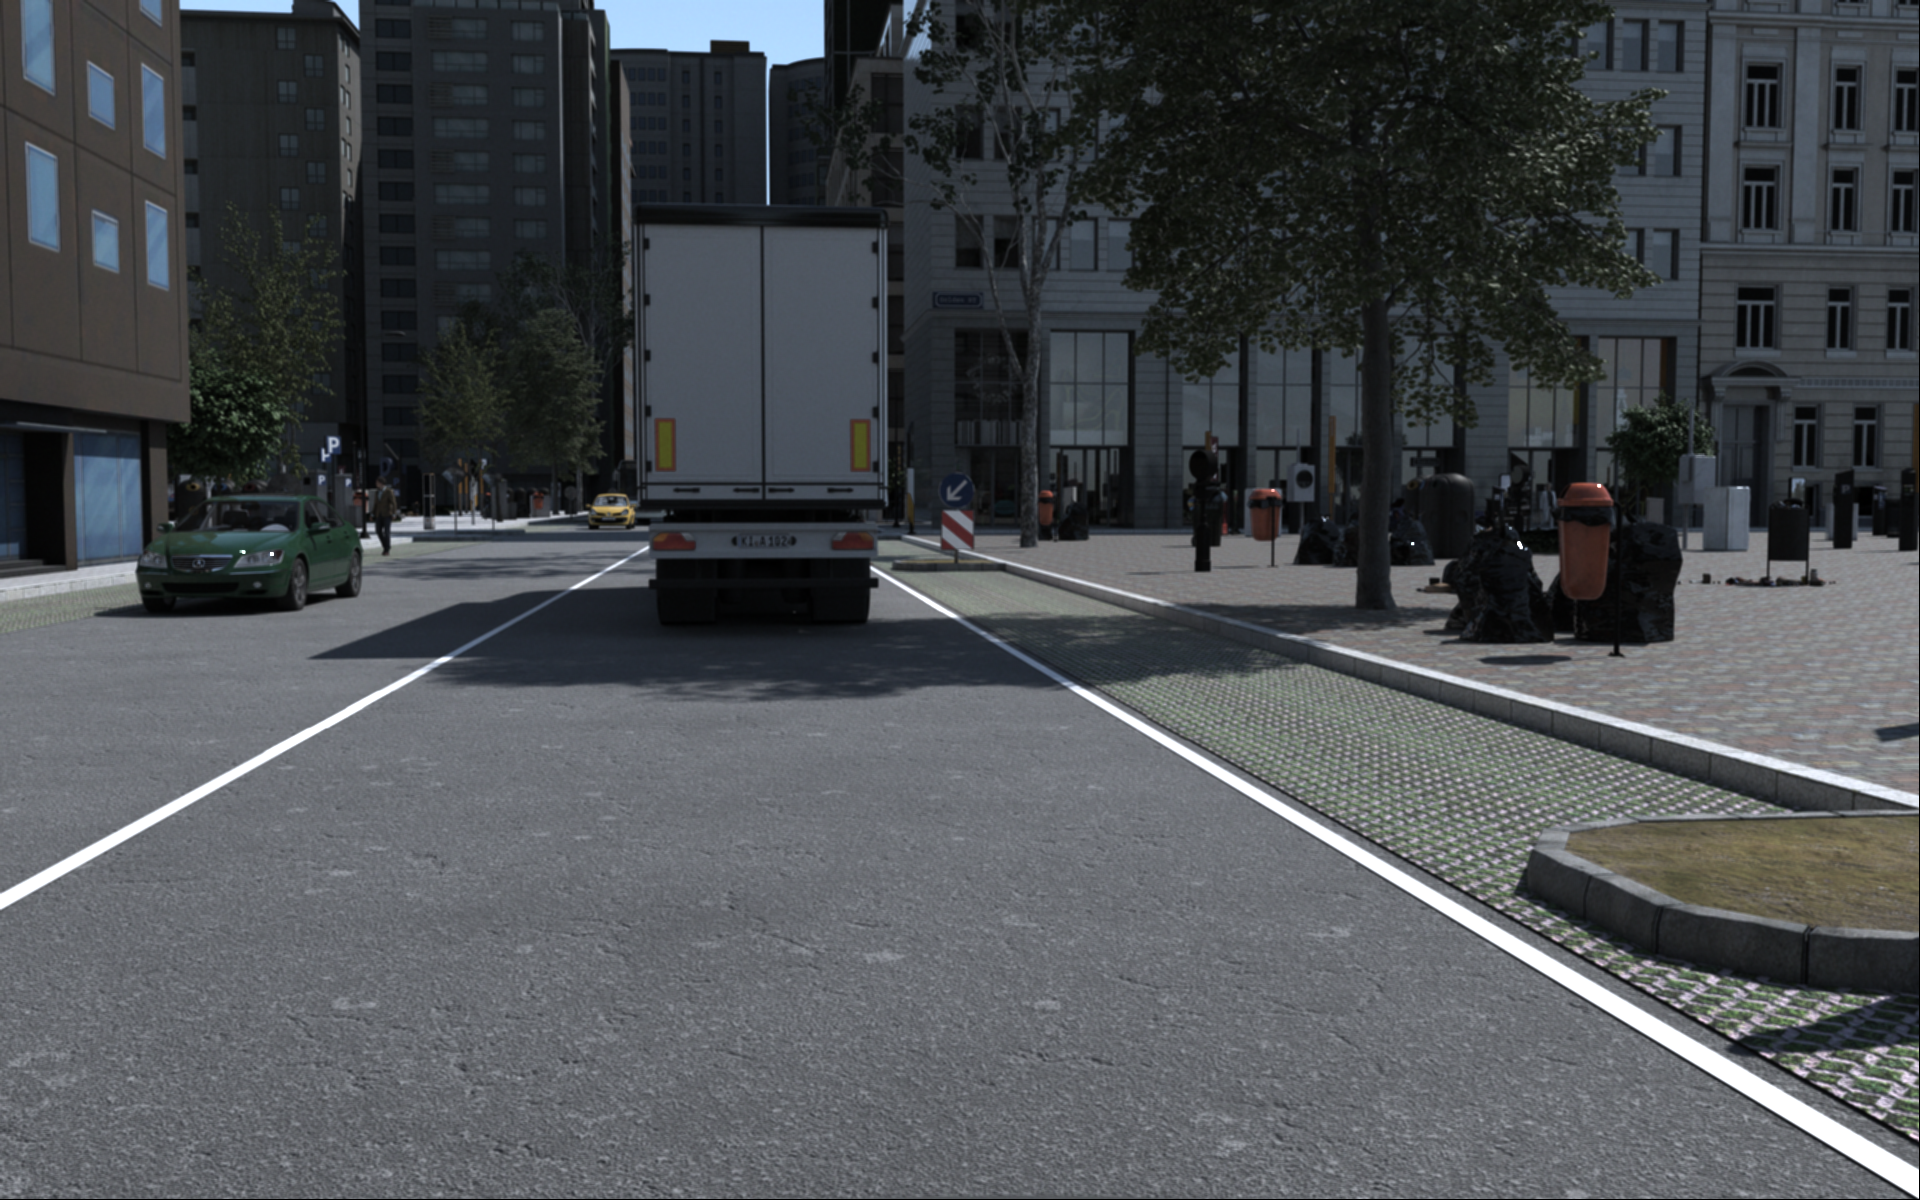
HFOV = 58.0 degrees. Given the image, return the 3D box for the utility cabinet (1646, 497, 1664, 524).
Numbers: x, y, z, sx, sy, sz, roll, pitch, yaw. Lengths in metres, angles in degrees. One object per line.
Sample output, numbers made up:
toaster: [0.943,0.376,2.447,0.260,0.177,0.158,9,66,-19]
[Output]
utility cabinet: [13.169,-1.326,32.835,0.306,1.237,1.020,1,4,20]

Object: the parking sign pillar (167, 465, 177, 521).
parking sign pillar: [-37.849,-5.746,82.426,1.447,3.967,1.447,-3,4,-39]

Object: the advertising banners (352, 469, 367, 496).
advertising banners: [-44.691,-8.034,127.544,2.074,3.025,0.090,0,4,1]

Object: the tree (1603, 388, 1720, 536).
tree: [21.785,-4.289,53.831,4.285,4.588,4.351,0,3,0]

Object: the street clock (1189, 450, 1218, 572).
street clock: [4.020,-1.471,28.622,0.358,2.002,0.471,-2,4,-34]

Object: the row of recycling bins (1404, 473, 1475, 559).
row of recycling bins: [9.970,-1.765,35.970,1.069,1.692,3.534,0,4,4]

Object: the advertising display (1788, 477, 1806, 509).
advertising display: [32.166,-3.754,66.584,0.974,1.923,0.123,-2,4,-33]

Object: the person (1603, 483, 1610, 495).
person: [22.102,-3.122,59.726,0.592,1.802,0.473,1,4,21]

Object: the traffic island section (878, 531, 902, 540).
traffic island section: [-2.974,-1.989,54.803,2.009,0.180,2.903,0,4,-7]

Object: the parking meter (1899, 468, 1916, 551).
parking meter: [21.386,-2.043,39.107,0.255,1.863,0.399,1,4,23]

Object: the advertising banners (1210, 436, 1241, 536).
advertising banners: [8.161,-3.496,53.346,0.090,3.025,2.074,2,4,35]

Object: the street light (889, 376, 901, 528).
street light: [-2.979,-5.728,66.187,1.470,5.913,1.316,0,4,-7]

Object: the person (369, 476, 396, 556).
person: [-13.433,-1.952,40.323,0.656,1.842,0.836,-1,4,-8]

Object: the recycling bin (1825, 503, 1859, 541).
recycling bin: [24.446,-2.169,48.024,0.722,1.027,0.722,1,4,19]

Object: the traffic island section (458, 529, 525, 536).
traffic island section: [-16.502,-2.380,61.186,2.009,0.180,2.903,0,4,-7]

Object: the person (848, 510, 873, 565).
person: [-2.105,-1.603,34.810,0.635,1.810,0.391,2,4,28]

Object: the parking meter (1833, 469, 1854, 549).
parking meter: [20.807,-2.147,40.816,0.399,1.863,0.255,1,4,11]

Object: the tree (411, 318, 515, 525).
tree: [-20.359,-7.429,71.831,4.737,8.622,4.395,0,3,0]

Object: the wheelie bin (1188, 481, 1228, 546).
wheelie bin: [6.109,-2.118,42.537,0.980,1.594,0.693,-1,4,-11]

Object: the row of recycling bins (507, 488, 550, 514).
row of recycling bins: [-27.493,-6.271,109.649,1.069,1.692,3.534,3,5,42]

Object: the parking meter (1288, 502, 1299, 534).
parking meter: [10.813,-3.083,56.112,0.255,1.863,0.399,0,4,-5]

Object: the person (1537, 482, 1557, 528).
person: [20.488,-3.184,60.431,0.514,1.842,0.818,-2,4,-25]

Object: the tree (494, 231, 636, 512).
tree: [-25.560,-16.320,122.719,12.611,20.169,13.585,0,3,0]

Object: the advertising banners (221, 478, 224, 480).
advertising banners: [-55.358,-8.312,132.094,2.074,3.025,0.090,0,4,-8]

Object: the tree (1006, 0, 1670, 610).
tree: [4.245,-6.168,18.969,7.486,12.596,7.792,0,3,0]

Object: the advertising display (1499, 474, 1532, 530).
advertising display: [17.388,-3.000,54.261,0.974,1.923,0.123,1,4,11]

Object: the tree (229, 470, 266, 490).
tree: [-33.348,-5.311,81.435,1.663,3.219,1.824,0,3,0]

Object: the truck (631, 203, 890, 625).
truck: [-2.551,-2.047,22.390,2.839,4.237,11.283,0,4,-7]

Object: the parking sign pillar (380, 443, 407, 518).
parking sign pillar: [-30.053,-6.291,91.329,1.447,3.967,1.447,3,5,42]

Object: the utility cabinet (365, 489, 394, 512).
utility cabinet: [-27.149,-4.436,81.201,1.173,1.500,0.318,1,4,14]

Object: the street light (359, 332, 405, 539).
street light: [-16.598,-4.721,49.724,1.470,5.913,1.316,0,4,-7]

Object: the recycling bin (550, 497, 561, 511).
recycling bin: [-31.369,-7.422,133.896,0.722,1.027,0.722,-3,5,-42]

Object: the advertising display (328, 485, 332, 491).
advertising display: [-45.787,-7.428,126.667,0.974,1.923,0.123,2,4,25]

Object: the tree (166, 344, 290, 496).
tree: [-16.294,-3.313,37.888,4.285,4.588,4.351,0,3,0]

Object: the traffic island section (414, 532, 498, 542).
traffic island section: [-15.521,-1.895,53.261,2.009,0.180,2.903,0,4,-7]

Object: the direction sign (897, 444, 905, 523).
direction sign: [-2.623,-5.256,77.931,0.379,3.537,0.876,2,4,28]

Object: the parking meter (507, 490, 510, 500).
parking meter: [-25.510,-5.452,97.557,0.372,1.533,0.369,0,3,0]

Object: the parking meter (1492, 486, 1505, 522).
parking meter: [16.254,-2.683,52.276,0.372,1.533,0.369,0,3,0]

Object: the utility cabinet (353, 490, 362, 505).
utility cabinet: [-29.831,-4.739,86.164,0.318,1.500,1.173,0,4,4]

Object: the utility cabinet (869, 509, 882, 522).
utility cabinet: [-3.913,-4.226,80.258,0.306,1.237,1.020,-2,4,-26]

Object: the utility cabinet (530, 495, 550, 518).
utility cabinet: [-22.943,-5.106,94.648,1.020,1.237,0.306,-2,4,-26]

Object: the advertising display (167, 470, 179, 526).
advertising display: [-21.120,-2.478,45.735,0.974,1.923,0.123,1,4,8]

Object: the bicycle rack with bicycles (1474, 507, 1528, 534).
bicycle rack with bicycles: [14.650,-2.181,49.046,2.852,0.926,2.925,3,5,42]

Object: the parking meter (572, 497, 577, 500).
parking meter: [-26.406,-6.733,118.491,0.372,1.533,0.369,0,3,0]

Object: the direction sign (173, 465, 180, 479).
direction sign: [-41.465,-6.099,91.723,0.379,3.537,0.876,2,4,33]

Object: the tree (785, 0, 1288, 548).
tree: [2.175,-11.414,42.503,12.611,20.169,13.585,0,3,0]

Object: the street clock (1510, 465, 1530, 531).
street clock: [14.003,-2.373,43.366,0.358,2.002,0.471,-2,4,-25]

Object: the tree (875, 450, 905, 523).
tree: [-3.091,-4.974,75.929,1.663,3.219,1.824,0,3,0]

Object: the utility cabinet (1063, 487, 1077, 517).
utility cabinet: [3.349,-2.704,52.896,0.318,1.500,1.173,1,4,9]

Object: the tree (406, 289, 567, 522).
tree: [-21.524,-8.868,79.411,7.601,10.594,8.767,0,4,-2]

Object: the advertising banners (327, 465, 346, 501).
advertising banners: [-38.239,-6.664,105.138,2.074,3.025,0.090,0,4,7]

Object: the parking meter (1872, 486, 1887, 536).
parking meter: [28.427,-2.759,53.514,0.372,1.533,0.369,0,3,0]

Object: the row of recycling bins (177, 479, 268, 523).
row of recycling bins: [-20.114,-2.526,48.406,3.534,1.692,1.069,0,4,0]

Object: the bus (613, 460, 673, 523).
bus: [-14.725,-5.451,83.976,2.948,3.499,13.247,0,4,-6]

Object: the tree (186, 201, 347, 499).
tree: [-17.123,-5.675,43.144,4.737,8.622,4.395,0,3,0]

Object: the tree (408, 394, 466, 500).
tree: [-38.579,-10.813,127.155,4.360,8.622,3.978,0,3,0]

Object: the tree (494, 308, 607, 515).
tree: [-25.226,-11.491,105.999,7.486,12.596,7.792,0,3,0]
